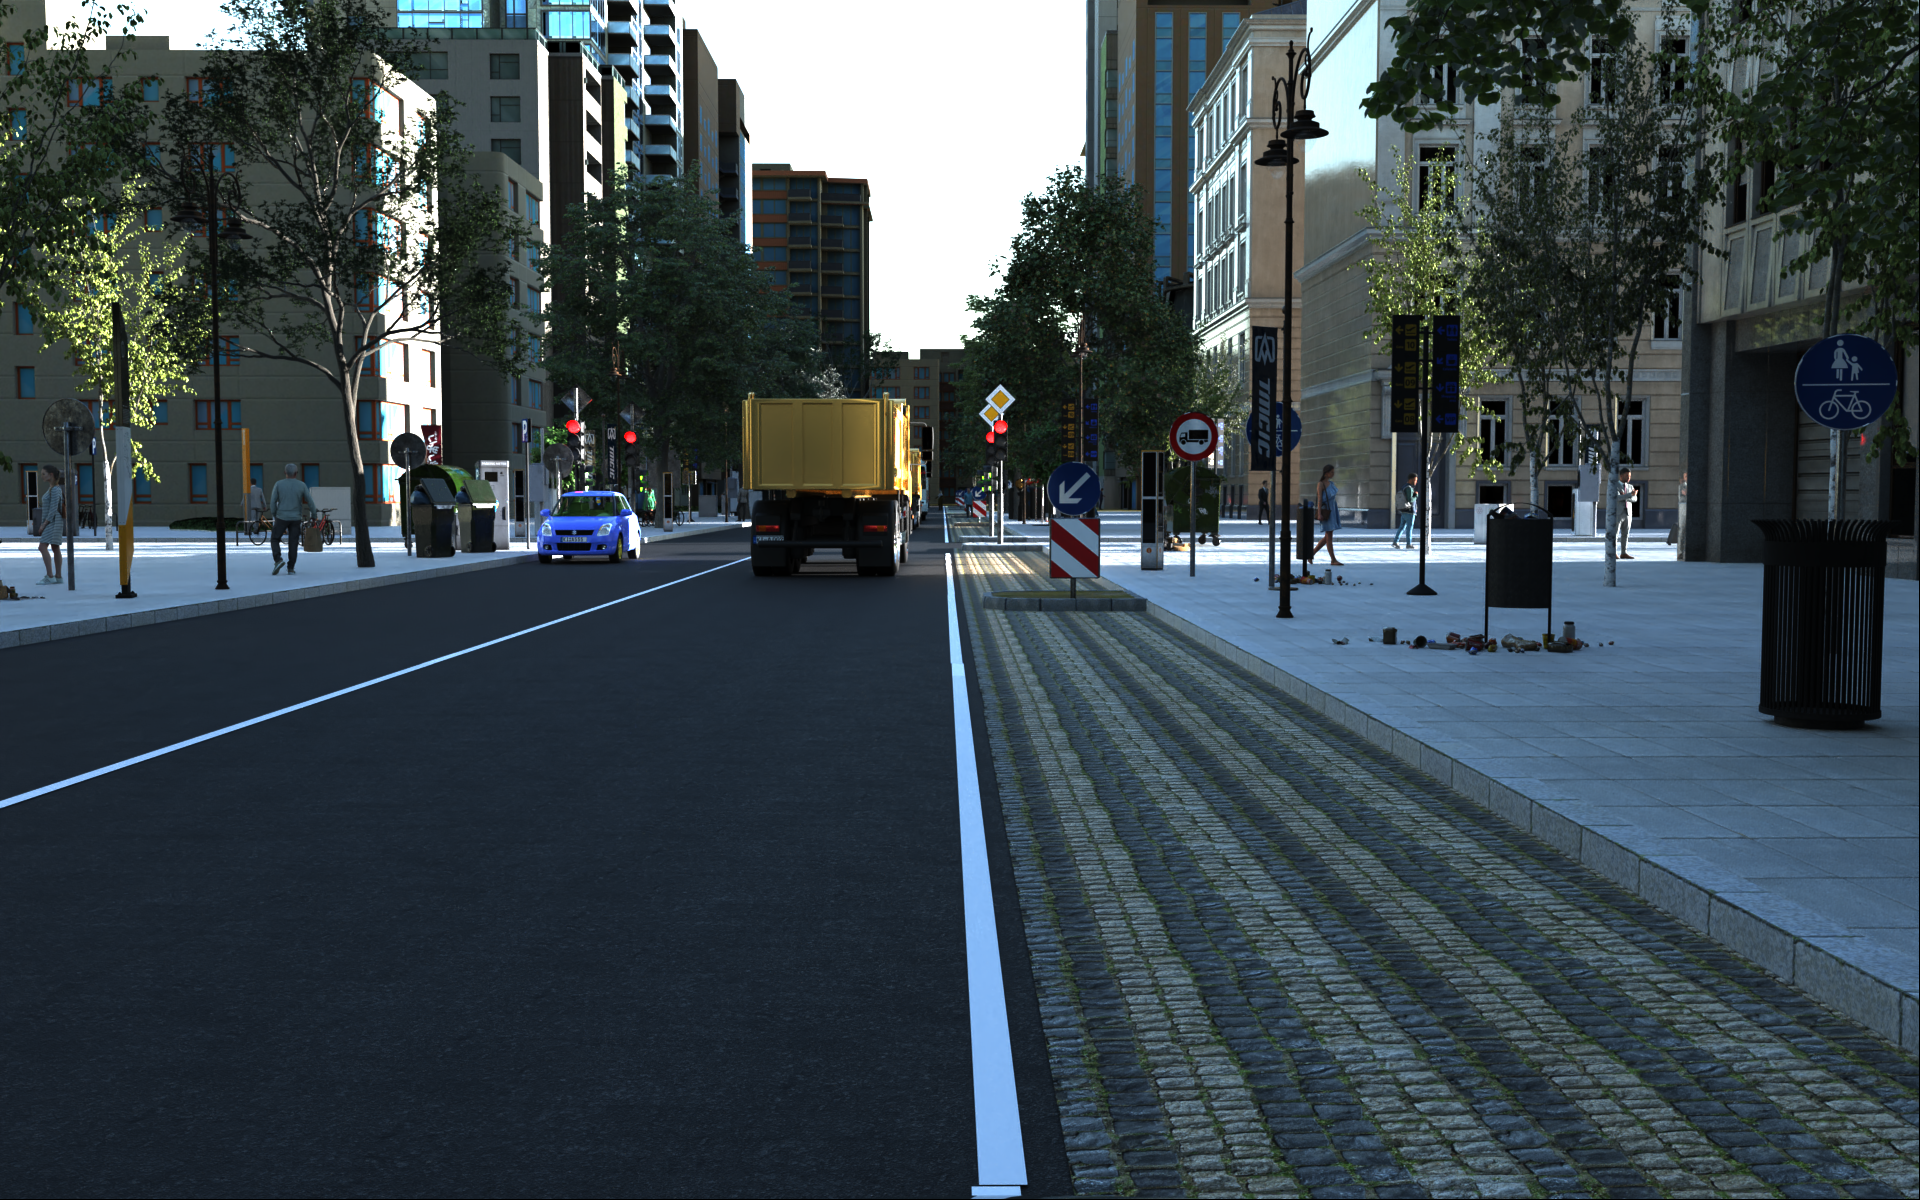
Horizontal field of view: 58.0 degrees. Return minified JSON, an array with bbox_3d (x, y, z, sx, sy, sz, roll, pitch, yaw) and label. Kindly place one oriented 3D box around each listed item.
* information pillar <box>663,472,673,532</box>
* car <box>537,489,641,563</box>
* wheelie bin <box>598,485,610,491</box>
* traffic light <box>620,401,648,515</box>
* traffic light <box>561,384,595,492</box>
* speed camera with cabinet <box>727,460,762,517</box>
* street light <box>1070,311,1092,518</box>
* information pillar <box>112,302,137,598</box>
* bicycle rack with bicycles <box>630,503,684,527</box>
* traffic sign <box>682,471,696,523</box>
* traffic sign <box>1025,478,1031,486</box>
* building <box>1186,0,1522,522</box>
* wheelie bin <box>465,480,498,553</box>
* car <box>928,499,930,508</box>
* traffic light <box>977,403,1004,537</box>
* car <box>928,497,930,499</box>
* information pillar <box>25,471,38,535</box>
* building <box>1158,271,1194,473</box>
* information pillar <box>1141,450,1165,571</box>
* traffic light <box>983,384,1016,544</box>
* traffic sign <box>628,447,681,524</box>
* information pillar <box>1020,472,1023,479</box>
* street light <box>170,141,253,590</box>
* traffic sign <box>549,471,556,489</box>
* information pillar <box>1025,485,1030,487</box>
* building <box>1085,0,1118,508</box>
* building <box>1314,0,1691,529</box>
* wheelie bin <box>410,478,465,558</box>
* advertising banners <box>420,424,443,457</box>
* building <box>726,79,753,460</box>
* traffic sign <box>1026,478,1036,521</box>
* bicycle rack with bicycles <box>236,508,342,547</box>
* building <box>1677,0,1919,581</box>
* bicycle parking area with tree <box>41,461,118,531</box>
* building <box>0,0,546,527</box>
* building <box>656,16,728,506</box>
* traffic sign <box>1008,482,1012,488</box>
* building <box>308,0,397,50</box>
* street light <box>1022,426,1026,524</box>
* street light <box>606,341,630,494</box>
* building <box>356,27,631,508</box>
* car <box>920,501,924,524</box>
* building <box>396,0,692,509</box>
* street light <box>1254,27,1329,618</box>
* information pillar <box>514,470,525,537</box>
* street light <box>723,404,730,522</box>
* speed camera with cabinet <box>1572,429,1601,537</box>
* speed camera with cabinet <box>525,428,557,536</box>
[{"bbox_3d":[-9.961,-3.336,59.030,0.304,2.012,0.304,-1,4,-14],"label":"information pillar"},{"bbox_3d":[-7.930,-1.683,37.116,1.945,1.707,3.694,0,4,-2],"label":"car"},{"bbox_3d":[-12.625,-3.264,61.271,0.693,1.594,0.980,0,4,-8],"label":"wheelie bin"},{"bbox_3d":[-9.830,-3.866,52.125,0.839,4.253,0.868,0,4,-1],"label":"traffic light"},{"bbox_3d":[-9.750,-3.377,44.140,0.839,4.253,0.868,0,4,-1],"label":"traffic light"},{"bbox_3d":[-12.078,-6.257,96.637,2.038,3.252,0.660,-1,4,-11],"label":"speed camera with cabinet"},{"bbox_3d":[3.057,-4.351,43.919,0.468,5.910,1.993,0,4,-1],"label":"street light"},{"bbox_3d":[-10.347,-1.839,21.422,0.183,3.616,0.504,-1,4,-15],"label":"information pillar"},{"bbox_3d":[-12.285,-3.423,69.345,2.925,0.926,2.852,-3,5,-44],"label":"bicycle rack with bicycles"},{"bbox_3d":[-11.857,-4.507,75.817,0.606,2.300,0.079,0,4,8],"label":"traffic sign"},{"bbox_3d":[3.795,-5.865,95.999,0.768,2.556,0.104,0,4,4],"label":"traffic sign"},{"bbox_3d":[20.392,-18.913,95.132,13.634,28.700,20.117,0,4,-1],"label":"building"},{"bbox_3d":[-10.661,-1.845,38.072,0.693,1.594,0.980,3,5,41],"label":"wheelie bin"},{"bbox_3d":[-4.053,-10.279,180.649,1.945,1.354,3.894,0,4,-2],"label":"car"},{"bbox_3d":[0.931,-3.873,52.247,0.839,4.253,0.868,0,4,-1],"label":"traffic light"},{"bbox_3d":[-4.462,-11.507,197.178,2.155,1.783,4.494,0,4,-2],"label":"car"},{"bbox_3d":[-29.329,-3.074,54.751,0.304,2.012,0.304,-3,4,-37],"label":"information pillar"},{"bbox_3d":[21.971,-15.414,119.467,16.820,18.784,16.811,0,4,-1],"label":"building"},{"bbox_3d":[3.242,-1.509,29.160,0.304,2.012,0.304,2,4,28],"label":"information pillar"},{"bbox_3d":[1.010,-3.385,44.263,0.839,4.253,0.868,0,4,-1],"label":"traffic light"},{"bbox_3d":[-13.089,-4.909,74.130,2.265,3.308,0.079,0,4,2],"label":"traffic sign"},{"bbox_3d":[3.166,-6.220,93.046,0.504,3.616,0.183,-1,4,-19],"label":"information pillar"},{"bbox_3d":[-9.947,-3.082,23.176,0.468,5.910,1.993,0,4,-1],"label":"street light"},{"bbox_3d":[-13.372,-3.475,56.915,0.768,2.556,0.104,1,4,9],"label":"traffic sign"},{"bbox_3d":[3.821,-5.789,99.150,0.304,2.012,0.304,2,4,35],"label":"information pillar"},{"bbox_3d":[23.332,-38.868,177.495,21.231,58.520,28.212,0,4,-1],"label":"building"},{"bbox_3d":[24.635,-17.322,69.126,20.117,28.700,13.634,0,4,-1],"label":"building"},{"bbox_3d":[-10.704,-1.663,35.095,0.693,1.594,0.980,2,4,28],"label":"wheelie bin"},{"bbox_3d":[-12.577,-2.919,43.906,2.074,3.025,0.090,-2,4,-23],"label":"advertising banners"},{"bbox_3d":[-29.875,-32.654,184.000,14.200,45.320,14.600,0,4,-1],"label":"building"},{"bbox_3d":[3.581,-5.012,81.954,0.884,2.594,0.081,0,4,4],"label":"traffic sign"},{"bbox_3d":[-16.633,-1.843,43.512,2.852,0.926,2.925,1,4,12],"label":"bicycle rack with bicycles"},{"bbox_3d":[19.856,-12.513,22.614,12.078,24.808,19.932,0,4,-1],"label":"building"},{"bbox_3d":[-33.869,-4.489,60.401,8.231,4.147,9.016,-1,4,-23],"label":"bicycle parking area with tree"},{"bbox_3d":[-36.844,-14.498,82.083,27.650,21.520,28.899,0,4,-1],"label":"building"},{"bbox_3d":[-30.724,-31.492,165.005,14.600,45.320,14.200,0,4,-1],"label":"building"},{"bbox_3d":[3.530,-7.693,127.912,0.606,2.300,0.079,0,4,5],"label":"traffic sign"},{"bbox_3d":[-51.506,-39.005,179.722,28.212,58.520,21.231,0,4,-1],"label":"building"},{"bbox_3d":[2.758,-6.203,74.214,0.468,5.910,1.993,0,4,-1],"label":"street light"},{"bbox_3d":[-10.309,-4.867,52.364,0.468,5.910,1.993,0,4,-1],"label":"street light"},{"bbox_3d":[-29.533,-20.773,111.332,14.160,30.474,14.107,0,4,-1],"label":"building"},{"bbox_3d":[-2.812,-4.475,84.969,2.131,1.459,4.920,0,4,-2],"label":"car"},{"bbox_3d":[-33.683,-50.672,141.160,22.319,86.520,31.000,0,4,-1],"label":"building"},{"bbox_3d":[3.375,-2.754,17.823,0.468,5.910,1.993,0,4,-1],"label":"street light"},{"bbox_3d":[-13.212,-2.904,51.971,0.304,2.012,0.304,-1,4,-14],"label":"information pillar"},{"bbox_3d":[-10.599,-6.463,78.459,0.468,5.910,1.993,0,4,-1],"label":"street light"},{"bbox_3d":[18.981,-3.559,52.534,0.660,3.252,2.038,1,4,14],"label":"speed camera with cabinet"},{"bbox_3d":[-12.671,-3.560,52.549,0.660,3.252,2.038,0,4,0],"label":"speed camera with cabinet"}]
